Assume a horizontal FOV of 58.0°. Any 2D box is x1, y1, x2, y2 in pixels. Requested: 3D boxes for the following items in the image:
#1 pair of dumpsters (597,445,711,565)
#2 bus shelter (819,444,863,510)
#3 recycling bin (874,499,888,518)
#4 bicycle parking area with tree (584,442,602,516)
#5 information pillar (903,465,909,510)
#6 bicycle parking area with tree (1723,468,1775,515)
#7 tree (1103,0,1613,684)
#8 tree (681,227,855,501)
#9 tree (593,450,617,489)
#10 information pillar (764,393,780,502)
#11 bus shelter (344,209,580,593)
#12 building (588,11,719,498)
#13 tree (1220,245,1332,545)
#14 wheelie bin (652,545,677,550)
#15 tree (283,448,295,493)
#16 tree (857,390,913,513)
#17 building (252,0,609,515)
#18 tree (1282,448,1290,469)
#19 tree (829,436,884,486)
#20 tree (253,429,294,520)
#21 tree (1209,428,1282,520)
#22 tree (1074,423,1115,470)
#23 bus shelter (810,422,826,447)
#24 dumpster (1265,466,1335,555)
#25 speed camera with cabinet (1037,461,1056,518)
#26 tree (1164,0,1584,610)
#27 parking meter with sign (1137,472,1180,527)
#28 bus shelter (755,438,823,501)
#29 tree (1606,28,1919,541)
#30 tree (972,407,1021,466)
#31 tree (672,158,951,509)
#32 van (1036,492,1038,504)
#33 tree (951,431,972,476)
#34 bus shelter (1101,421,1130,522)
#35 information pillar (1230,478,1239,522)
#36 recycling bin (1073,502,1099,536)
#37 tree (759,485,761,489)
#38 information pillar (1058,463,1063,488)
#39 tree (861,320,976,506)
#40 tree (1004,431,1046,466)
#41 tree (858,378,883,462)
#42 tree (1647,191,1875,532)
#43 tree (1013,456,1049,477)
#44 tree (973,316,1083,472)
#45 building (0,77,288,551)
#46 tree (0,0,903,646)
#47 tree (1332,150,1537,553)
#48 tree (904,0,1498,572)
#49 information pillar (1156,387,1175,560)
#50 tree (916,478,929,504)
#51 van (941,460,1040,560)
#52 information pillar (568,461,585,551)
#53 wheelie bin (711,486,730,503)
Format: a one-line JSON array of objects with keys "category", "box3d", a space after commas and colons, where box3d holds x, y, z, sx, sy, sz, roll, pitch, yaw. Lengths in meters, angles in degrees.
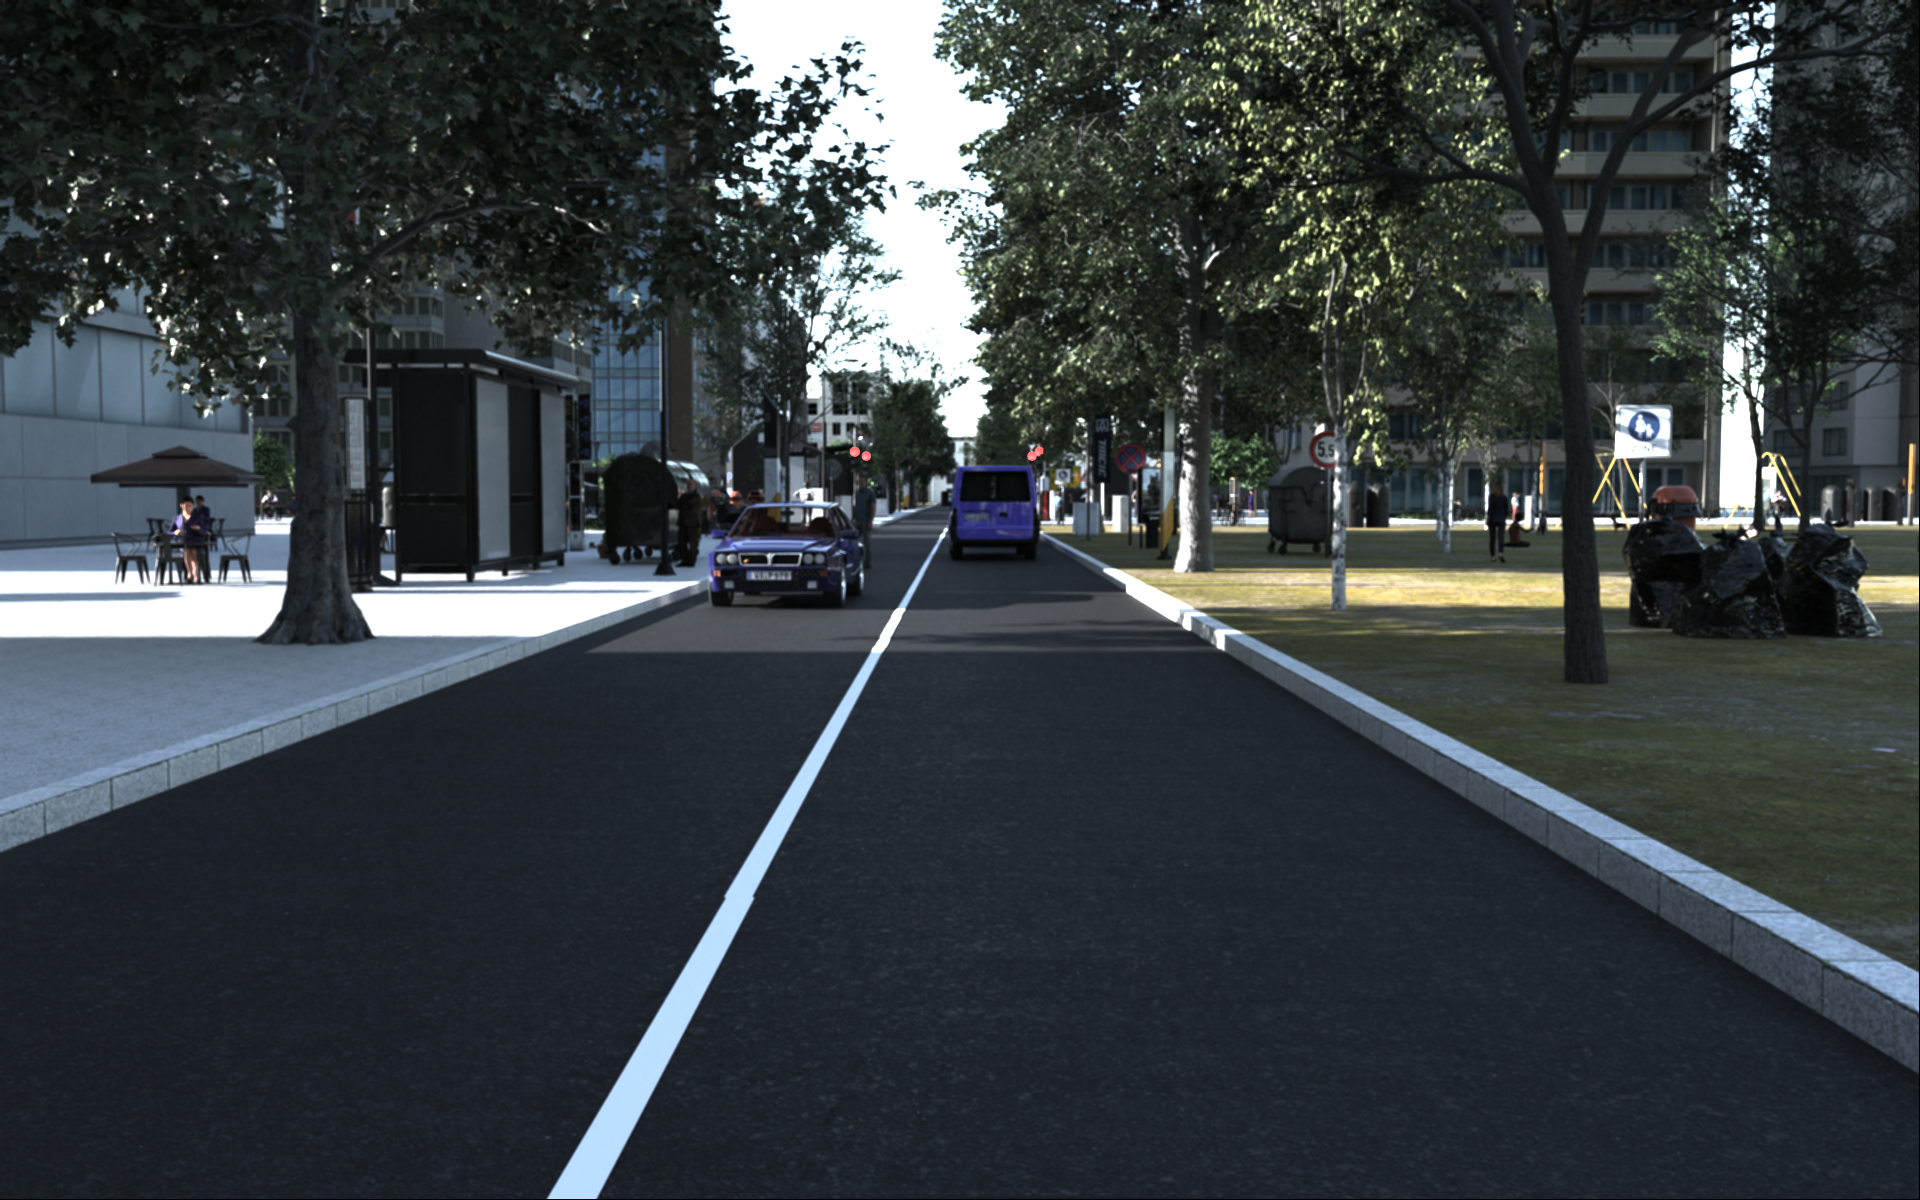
[{"category": "pair of dumpsters", "box3d": [-5.845, -1.884, 33.299, 1.574, 2.255, 4.437, 0, 3, 0]}, {"category": "bus shelter", "box3d": [-5.679, -5.636, 83.424, 1.731, 3.624, 6.357, 0, 3, 0]}, {"category": "recycling bin", "box3d": [-4.338, -4.991, 94.156, 0.722, 1.027, 0.722, 0, 4, 8]}, {"category": "bicycle parking area with tree", "box3d": [-21.597, -6.823, 98.558, 9.016, 4.147, 8.231, -1, 4, -16]}, {"category": "information pillar", "box3d": [-4.298, -8.951, 137.698, 0.504, 3.616, 0.183, -1, 4, -12]}, {"category": "bicycle parking area with tree", "box3d": [49.618, -7.593, 111.145, 8.231, 4.147, 9.016, 1, 4, 16]}, {"category": "tree", "box3d": [4.333, -4.737, 11.862, 8.767, 10.594, 7.601, 0, 4, 5]}, {"category": "tree", "box3d": [-4.988, -5.867, 46.282, 4.360, 8.622, 3.978, 0, 3, 0]}, {"category": "tree", "box3d": [-26.365, -9.010, 131.022, 4.285, 4.588, 4.351, 0, 3, 0]}, {"category": "information pillar", "box3d": [-4.357, -2.980, 40.081, 0.504, 3.616, 0.183, 3, 5, 45]}, {"category": "bus shelter", "box3d": [-7.871, -2.986, 26.458, 2.179, 5.291, 8.768, 0, 4, 0]}, {"category": "building", "box3d": [-27.767, -30.044, 141.331, 14.600, 45.320, 14.200, 0, 4, 0]}, {"category": "tree", "box3d": [8.209, -5.710, 43.719, 4.360, 8.622, 3.978, 0, 3, 0]}, {"category": "wheelie bin", "box3d": [-6.654, -1.951, 39.815, 0.980, 1.594, 0.693, -3, 4, -37]}, {"category": "tree", "box3d": [-23.800, -4.169, 62.758, 1.663, 3.219, 1.824, 0, 3, 0]}, {"category": "tree", "box3d": [-4.968, -10.188, 116.929, 4.737, 8.622, 4.395, 0, 3, 0]}, {"category": "building", "box3d": [-38.011, -25.847, 114.476, 32.217, 40.220, 23.993, 0, 4, 0]}, {"category": "tree", "box3d": [16.023, -6.696, 93.199, 4.285, 4.588, 4.351, 0, 3, 0]}, {"category": "tree", "box3d": [-5.625, -6.476, 89.594, 4.285, 4.588, 4.351, 0, 3, 0]}, {"category": "tree", "box3d": [-34.224, -6.198, 85.044, 4.285, 4.588, 4.351, 0, 3, 0]}, {"category": "tree", "box3d": [12.737, -6.241, 85.752, 4.285, 4.588, 4.351, 0, 3, 0]}, {"category": "tree", "box3d": [12.094, -12.263, 150.860, 4.360, 8.622, 3.978, 0, 3, 0]}, {"category": "bus shelter", "box3d": [-7.259, -7.452, 99.474, 2.179, 5.291, 8.768, 0, 4, 0]}, {"category": "dumpster", "box3d": [7.332, -1.924, 37.212, 1.264, 1.857, 1.865, 0, 4, 0]}, {"category": "speed camera with cabinet", "box3d": [4.758, -6.006, 92.534, 0.660, 3.252, 2.038, 3, 5, 39]}, {"category": "tree", "box3d": [4.433, -4.192, 18.901, 4.737, 8.622, 4.395, 0, 3, 0]}, {"category": "parking meter with sign", "box3d": [7.677, -4.328, 67.029, 1.738, 3.016, 0.543, -1, 4, -11]}, {"category": "bus shelter", "box3d": [-6.231, -4.283, 63.948, 2.014, 3.302, 5.546, 0, 4, 0]}, {"category": "tree", "box3d": [22.934, -8.348, 46.860, 12.009, 13.543, 11.850, 0, 3, 0]}, {"category": "tree", "box3d": [4.449, -19.054, 228.539, 9.611, 12.733, 9.660, 0, 3, 0]}, {"category": "tree", "box3d": [-5.381, -7.825, 53.698, 9.928, 11.665, 9.643, 0, 3, 0]}, {"category": "van", "box3d": [1.135, -2.768, 49.643, 2.240, 2.365, 5.245, 0, 4, 2]}, {"category": "tree", "box3d": [-4.467, -15.137, 164.490, 9.611, 12.733, 9.660, 0, 3, 0]}, {"category": "bus shelter", "box3d": [7.529, -6.514, 84.130, 2.179, 5.291, 8.768, 0, 4, 0]}, {"category": "information pillar", "box3d": [12.501, -4.542, 78.762, 0.304, 2.012, 0.304, -1, 4, -20]}, {"category": "recycling bin", "box3d": [3.840, -2.466, 52.874, 0.722, 1.027, 0.722, 0, 4, -3]}, {"category": "tree", "box3d": [-18.025, -9.622, 151.925, 1.663, 3.219, 1.824, 0, 3, 0]}, {"category": "information pillar", "box3d": [7.155, -8.052, 123.010, 0.183, 3.616, 0.504, 3, 5, 40]}, {"category": "tree", "box3d": [-3.525, -20.198, 186.126, 12.611, 20.169, 13.585, 0, 3, 0]}, {"category": "tree", "box3d": [5.177, -11.793, 143.175, 4.737, 8.622, 4.395, 0, 3, 0]}, {"category": "tree", "box3d": [-4.853, -11.869, 128.462, 7.601, 10.594, 8.767, -1, 4, -23]}, {"category": "tree", "box3d": [27.470, -8.187, 59.620, 9.928, 11.665, 9.643, 0, 3, 0]}, {"category": "tree", "box3d": [5.084, -8.938, 129.856, 4.285, 4.588, 4.351, 0, 3, 0]}, {"category": "tree", "box3d": [4.241, -11.307, 103.001, 7.486, 12.596, 7.792, 0, 3, 0]}, {"category": "building", "box3d": [-34.003, -27.616, 40.765, 27.495, 52.752, 28.713, 0, 4, 0]}, {"category": "tree", "box3d": [-5.597, -5.989, 14.936, 9.611, 12.733, 9.660, 0, 3, 0]}, {"category": "tree", "box3d": [10.629, -5.352, 37.874, 4.360, 8.622, 3.978, 0, 3, 0]}, {"category": "tree", "box3d": [3.999, -7.439, 28.279, 9.857, 13.997, 8.962, 0, 3, 0]}, {"category": "information pillar", "box3d": [4.059, -2.607, 33.984, 0.183, 3.616, 0.504, 2, 4, 32]}, {"category": "tree", "box3d": [-5.339, -14.475, 220.372, 4.285, 4.588, 4.351, 0, 3, 0]}, {"category": "van", "box3d": [0.705, -2.150, 39.533, 2.240, 2.365, 5.245, 0, 4, -1]}, {"category": "information pillar", "box3d": [-8.619, -2.106, 38.923, 0.304, 2.012, 0.304, 0, 4, -2]}, {"category": "wheelie bin", "box3d": [-9.089, -3.524, 65.523, 0.693, 1.594, 0.980, -3, 5, -40]}]
